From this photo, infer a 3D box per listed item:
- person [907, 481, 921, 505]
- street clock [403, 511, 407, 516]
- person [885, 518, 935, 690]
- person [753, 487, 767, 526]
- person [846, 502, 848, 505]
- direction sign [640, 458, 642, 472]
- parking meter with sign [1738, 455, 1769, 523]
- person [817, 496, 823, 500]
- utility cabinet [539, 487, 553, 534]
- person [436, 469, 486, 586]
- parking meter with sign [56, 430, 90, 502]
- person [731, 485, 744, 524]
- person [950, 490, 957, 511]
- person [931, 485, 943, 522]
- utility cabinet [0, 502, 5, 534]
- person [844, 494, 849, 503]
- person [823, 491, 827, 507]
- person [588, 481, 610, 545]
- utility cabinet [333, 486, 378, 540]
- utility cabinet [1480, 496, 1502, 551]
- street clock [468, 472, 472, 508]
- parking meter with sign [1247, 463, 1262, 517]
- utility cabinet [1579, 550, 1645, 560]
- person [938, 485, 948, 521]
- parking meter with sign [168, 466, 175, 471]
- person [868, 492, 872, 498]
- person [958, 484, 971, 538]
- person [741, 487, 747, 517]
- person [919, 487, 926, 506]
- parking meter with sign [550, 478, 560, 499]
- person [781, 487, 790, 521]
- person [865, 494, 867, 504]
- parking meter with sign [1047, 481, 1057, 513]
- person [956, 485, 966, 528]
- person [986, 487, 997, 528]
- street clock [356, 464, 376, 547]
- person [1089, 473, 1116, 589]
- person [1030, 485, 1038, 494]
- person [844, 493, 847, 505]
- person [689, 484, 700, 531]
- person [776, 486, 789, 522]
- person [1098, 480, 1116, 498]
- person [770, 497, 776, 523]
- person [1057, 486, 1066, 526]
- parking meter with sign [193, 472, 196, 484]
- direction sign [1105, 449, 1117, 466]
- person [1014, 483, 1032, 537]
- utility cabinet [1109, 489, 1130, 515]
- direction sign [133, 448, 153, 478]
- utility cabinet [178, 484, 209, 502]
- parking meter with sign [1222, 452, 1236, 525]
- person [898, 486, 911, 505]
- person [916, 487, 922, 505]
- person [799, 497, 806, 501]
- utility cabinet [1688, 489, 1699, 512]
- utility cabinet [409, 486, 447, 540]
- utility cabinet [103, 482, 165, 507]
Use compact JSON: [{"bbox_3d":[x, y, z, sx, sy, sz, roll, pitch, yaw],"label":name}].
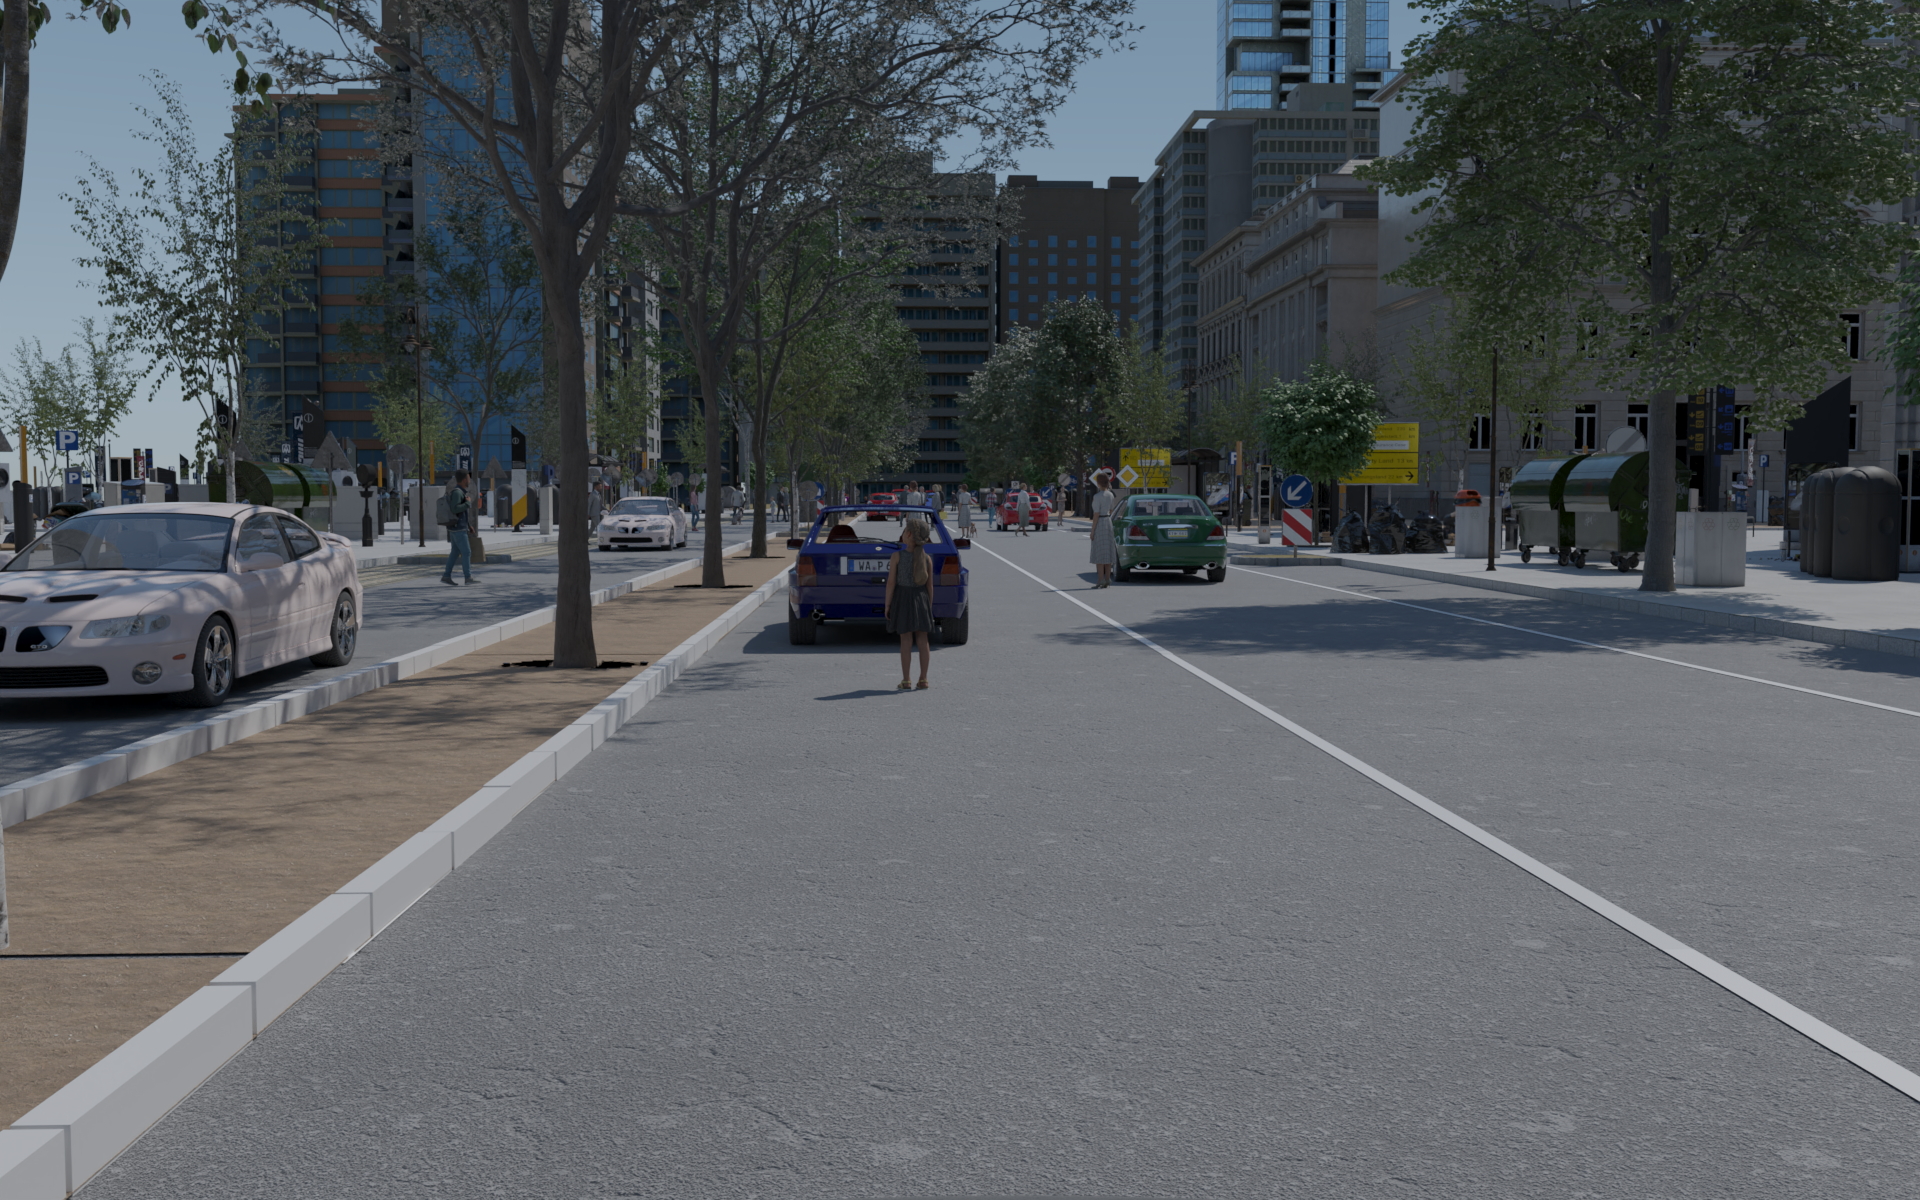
[{"bbox_3d":[-1.183,-2.043,42.465,0.524,1.755,0.480,3,5,44],"label":"person"},{"bbox_3d":[-32.475,-5.911,101.209,0.358,2.002,0.471,-3,5,-41],"label":"street clock"},{"bbox_3d":[-0.372,0.028,12.708,0.362,1.253,0.373,-1,4,-16],"label":"person"},{"bbox_3d":[-8.894,-4.177,76.978,0.592,1.802,0.473,-1,4,-15],"label":"person"},{"bbox_3d":[-8.518,-7.745,135.112,0.713,1.824,0.794,2,4,26],"label":"person"},{"bbox_3d":[-20.447,-7.221,110.063,0.876,3.537,0.379,1,4,12],"label":"direction sign"},{"bbox_3d":[34.771,-4.908,76.512,1.738,3.016,0.543,-1,4,-12],"label":"parking meter with sign"},{"bbox_3d":[-10.844,-7.777,135.429,0.755,1.850,0.659,-2,4,-24],"label":"person"},{"bbox_3d":[-13.198,-2.844,55.174,0.318,1.500,1.173,0,4,-8],"label":"utility cabinet"},{"bbox_3d":[-7.731,-1.124,26.865,0.713,1.824,0.794,0,4,1],"label":"person"},{"bbox_3d":[-23.996,-3.090,46.779,0.543,3.016,1.738,-2,4,-32],"label":"parking meter with sign"},{"bbox_3d":[-10.614,-4.541,82.598,0.661,1.843,0.795,1,4,14],"label":"person"},{"bbox_3d":[-0.491,-8.157,142.673,0.445,1.727,0.742,2,4,26],"label":"person"},{"bbox_3d":[-0.914,-3.578,67.177,0.728,1.800,0.709,0,4,2],"label":"person"},{"bbox_3d":[-30.355,-2.808,54.594,0.318,1.500,1.173,-2,4,-24],"label":"utility cabinet"},{"bbox_3d":[-9.592,-8.343,148.137,0.991,1.433,0.599,-1,4,-19],"label":"person"},{"bbox_3d":[-14.769,-11.202,192.472,1.217,1.723,0.721,2,4,27],"label":"person"},{"bbox_3d":[-10.110,-2.402,48.054,0.850,1.792,0.678,1,4,9],"label":"person"},{"bbox_3d":[-16.792,-2.411,48.101,1.173,1.500,0.318,-1,4,-19],"label":"utility cabinet"},{"bbox_3d":[12.158,-1.742,39.643,0.306,1.237,1.020,0,4,8],"label":"utility cabinet"},{"bbox_3d":[-16.015,-3.171,56.414,0.358,2.002,0.471,2,4,35],"label":"street clock"},{"bbox_3d":[16.160,-6.211,97.813,0.543,3.016,1.738,-3,5,-41],"label":"parking meter with sign"},{"bbox_3d":[12.489,-1.499,33.187,1.173,1.500,0.318,0,4,6],"label":"utility cabinet"},{"bbox_3d":[-0.843,-3.747,69.988,0.699,1.804,1.509,0,4,-1],"label":"person"},{"bbox_3d":[-50.307,-6.887,108.864,1.738,3.016,0.543,0,4,6],"label":"parking meter with sign"},{"bbox_3d":[-10.201,-11.398,196.325,0.415,1.643,0.593,-2,4,-31],"label":"person"},{"bbox_3d":[0.124,-2.874,56.055,0.480,1.755,0.524,-2,4,-34],"label":"person"},{"bbox_3d":[-13.325,-5.953,105.606,0.659,1.850,0.755,0,4,-2],"label":"person"},{"bbox_3d":[-1.737,-4.408,80.971,0.834,1.777,0.661,3,5,42],"label":"person"},{"bbox_3d":[-19.584,-5.382,84.263,1.738,3.016,0.543,-2,4,-30],"label":"parking meter with sign"},{"bbox_3d":[-9.167,-5.013,90.641,0.526,1.800,0.537,-1,4,-13],"label":"person"},{"bbox_3d":[-10.196,-10.776,187.953,0.557,1.426,1.065,1,4,9],"label":"person"},{"bbox_3d":[6.147,-7.406,117.343,0.543,3.016,1.738,-1,4,-13],"label":"parking meter with sign"},{"bbox_3d":[0.094,-3.903,72.493,0.473,1.802,0.592,2,4,33],"label":"person"},{"bbox_3d":[1.321,-3.901,73.121,0.563,1.720,0.643,3,5,44],"label":"person"},{"bbox_3d":[-14.414,-2.294,42.081,0.471,2.002,0.358,2,4,34],"label":"street clock"},{"bbox_3d":[2.114,-1.058,26.371,0.524,1.755,0.480,3,5,42],"label":"person"},{"bbox_3d":[3.450,-4.518,82.149,0.659,1.850,0.755,2,4,26],"label":"person"},{"bbox_3d":[-10.650,-9.138,157.845,1.348,1.831,0.705,-1,4,-17],"label":"person"},{"bbox_3d":[-10.224,-3.559,66.704,0.388,1.821,0.555,-2,4,-31],"label":"person"},{"bbox_3d":[-8.993,-4.860,87.733,0.755,1.850,0.659,2,4,33],"label":"person"},{"bbox_3d":[4.694,-2.921,55.622,0.648,1.900,0.474,-3,5,-41],"label":"person"},{"bbox_3d":[-9.291,-4.469,85.849,0.425,1.301,0.394,3,4,36],"label":"person"},{"bbox_3d":[4.526,-4.170,77.015,0.599,1.781,0.374,-3,5,-44],"label":"person"},{"bbox_3d":[-60.433,-8.712,138.701,1.738,3.016,0.543,0,4,-2],"label":"parking meter with sign"},{"bbox_3d":[7.591,-5.799,86.803,0.876,3.537,0.379,-2,4,-34],"label":"direction sign"},{"bbox_3d":[2.091,-3.029,58.246,0.641,1.798,0.478,-1,4,-23],"label":"person"},{"bbox_3d":[7.296,-4.384,80.354,1.173,1.500,0.318,-1,4,-22],"label":"utility cabinet"},{"bbox_3d":[-40.407,-5.734,85.744,0.876,3.537,0.379,-2,4,-27],"label":"direction sign"},{"bbox_3d":[-17.183,-1.818,38.411,0.318,1.500,1.173,3,5,43],"label":"utility cabinet"},{"bbox_3d":[10.987,-4.626,71.894,0.543,3.016,1.738,-1,4,-20],"label":"parking meter with sign"},{"bbox_3d":[-2.389,-4.071,75.239,0.661,1.801,0.590,-1,4,-15],"label":"person"},{"bbox_3d":[-1.790,-3.813,71.242,0.661,1.777,0.834,-3,4,-36],"label":"person"},{"bbox_3d":[-9.409,-5.790,104.174,0.522,1.701,0.512,1,4,13],"label":"person"},{"bbox_3d":[30.290,-3.852,71.656,0.318,1.500,1.173,1,4,13],"label":"utility cabinet"},{"bbox_3d":[-14.718,-2.399,47.895,1.173,1.500,0.318,2,4,32],"label":"utility cabinet"},{"bbox_3d":[-14.869,-1.381,31.255,0.318,1.500,1.173,1,4,16],"label":"utility cabinet"}]
